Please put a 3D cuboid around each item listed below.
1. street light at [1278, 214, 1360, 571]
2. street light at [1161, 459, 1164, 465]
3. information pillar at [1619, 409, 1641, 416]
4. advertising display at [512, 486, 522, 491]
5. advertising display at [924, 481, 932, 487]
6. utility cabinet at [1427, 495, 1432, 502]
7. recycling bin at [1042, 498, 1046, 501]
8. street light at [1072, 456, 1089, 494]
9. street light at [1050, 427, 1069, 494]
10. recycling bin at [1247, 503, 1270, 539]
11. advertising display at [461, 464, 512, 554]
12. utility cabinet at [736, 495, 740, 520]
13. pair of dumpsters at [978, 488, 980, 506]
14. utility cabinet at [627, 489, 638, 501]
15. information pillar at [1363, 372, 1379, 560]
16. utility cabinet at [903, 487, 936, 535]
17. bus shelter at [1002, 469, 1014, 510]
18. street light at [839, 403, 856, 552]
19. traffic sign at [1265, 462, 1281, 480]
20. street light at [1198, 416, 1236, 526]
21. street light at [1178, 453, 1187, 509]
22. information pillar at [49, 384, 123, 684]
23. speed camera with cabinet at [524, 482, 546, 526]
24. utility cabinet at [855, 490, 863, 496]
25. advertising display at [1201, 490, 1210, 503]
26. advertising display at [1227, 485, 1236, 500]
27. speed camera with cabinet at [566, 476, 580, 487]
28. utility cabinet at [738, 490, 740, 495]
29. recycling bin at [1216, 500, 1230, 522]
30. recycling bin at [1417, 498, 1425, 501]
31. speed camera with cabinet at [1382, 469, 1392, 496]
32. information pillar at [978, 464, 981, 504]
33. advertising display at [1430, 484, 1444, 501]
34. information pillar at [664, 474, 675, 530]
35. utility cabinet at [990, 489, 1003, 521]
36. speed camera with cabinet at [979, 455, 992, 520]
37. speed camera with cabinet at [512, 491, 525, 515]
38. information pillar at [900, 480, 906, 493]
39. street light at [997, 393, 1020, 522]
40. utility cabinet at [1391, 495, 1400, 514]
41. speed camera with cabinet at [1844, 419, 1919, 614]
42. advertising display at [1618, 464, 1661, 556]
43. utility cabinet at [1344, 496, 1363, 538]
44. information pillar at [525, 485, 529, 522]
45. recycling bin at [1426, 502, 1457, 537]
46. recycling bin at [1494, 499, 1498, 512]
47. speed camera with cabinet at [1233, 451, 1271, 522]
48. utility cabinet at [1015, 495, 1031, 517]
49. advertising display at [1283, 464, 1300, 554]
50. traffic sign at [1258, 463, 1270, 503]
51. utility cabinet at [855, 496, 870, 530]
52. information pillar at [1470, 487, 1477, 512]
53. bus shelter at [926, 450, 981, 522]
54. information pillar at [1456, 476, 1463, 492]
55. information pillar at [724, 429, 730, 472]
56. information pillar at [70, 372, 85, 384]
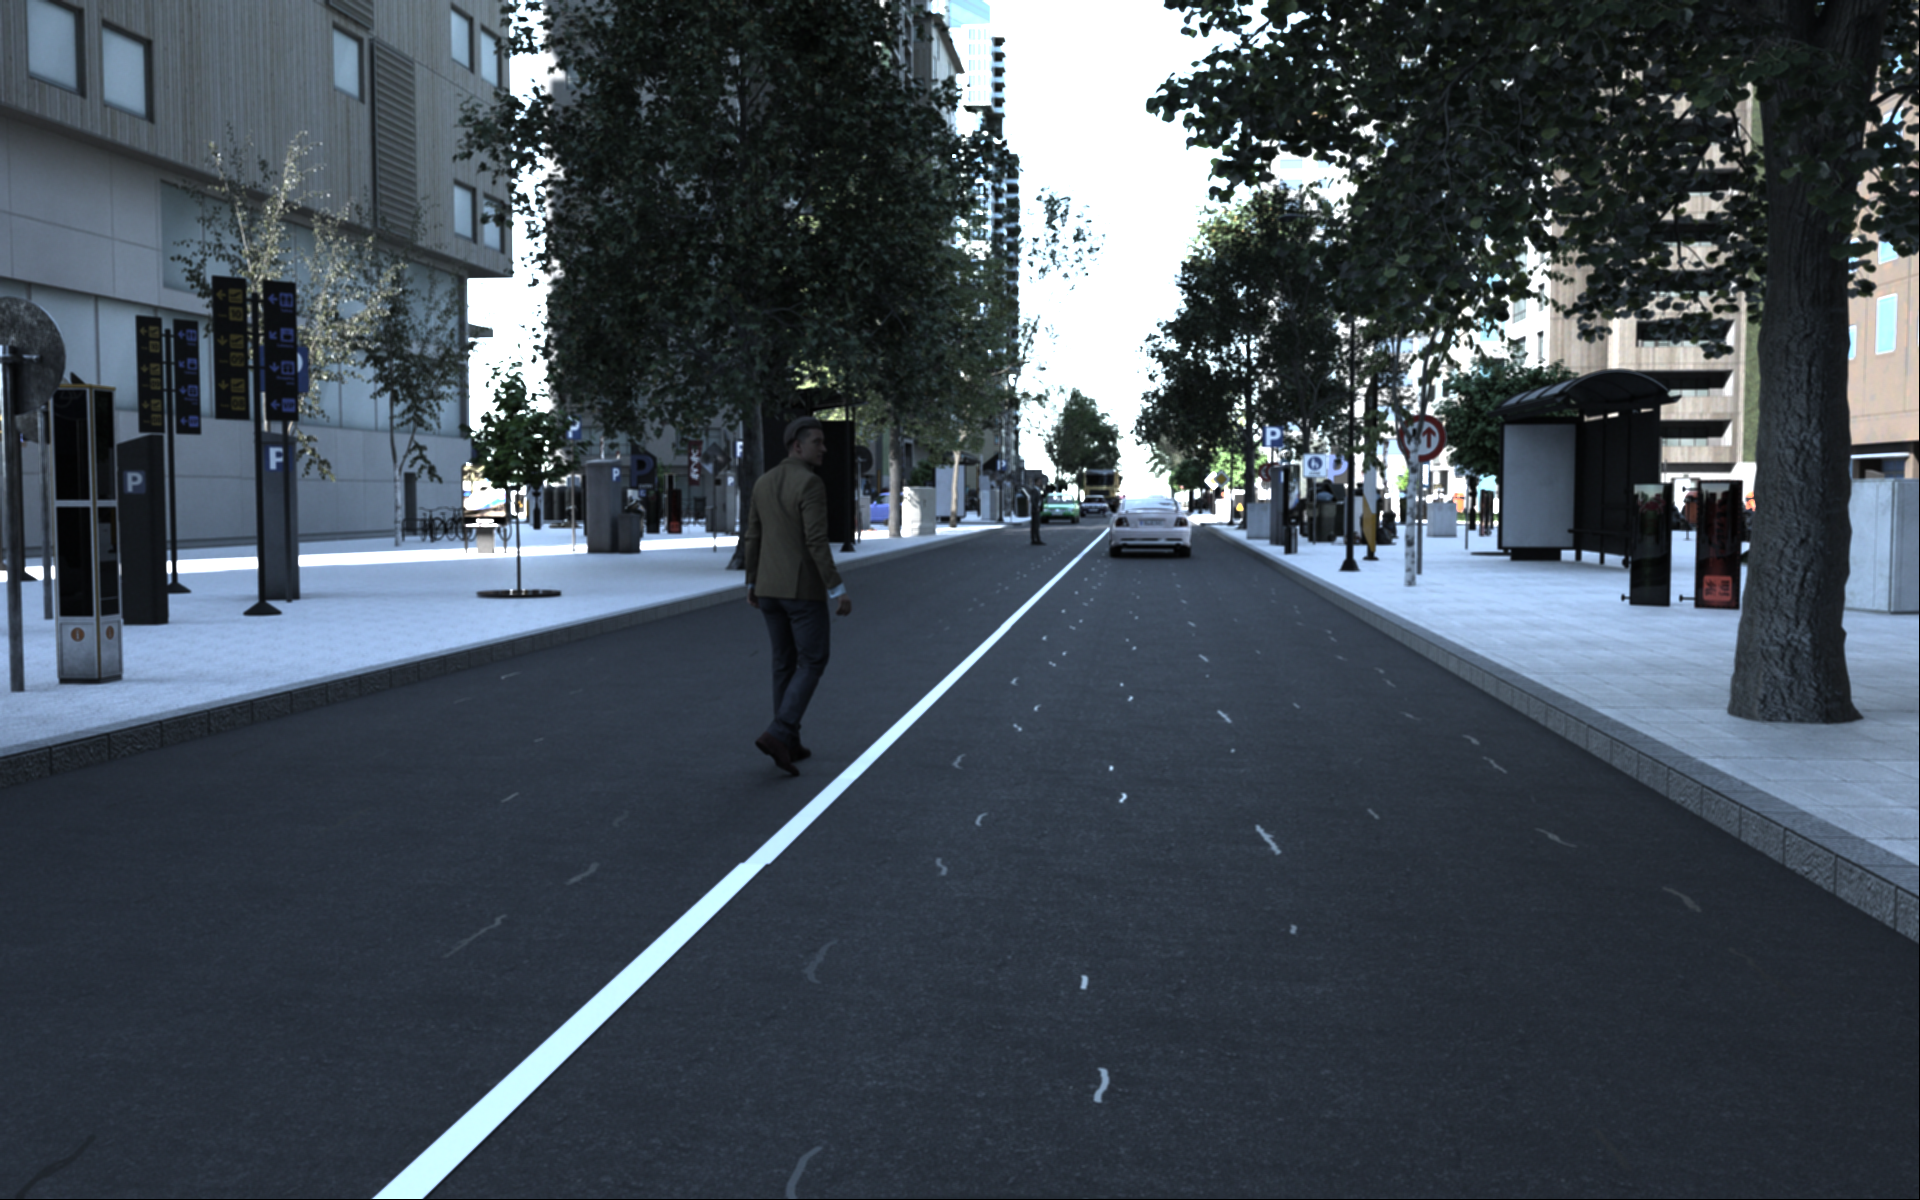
[{"bbox_3d":[5.976,-3.443,28.839,1.470,5.913,1.316,0,4,6],"label":"street light"},{"bbox_3d":[27.464,-15.705,229.313,1.470,5.913,1.316,0,4,6],"label":"street light"},{"bbox_3d":[15.124,-2.923,39.143,0.504,3.616,0.183,2,4,24],"label":"information pillar"},{"bbox_3d":[-31.023,-7.085,121.053,0.974,1.923,0.123,2,4,32],"label":"advertising display"},{"bbox_3d":[-1.499,-4.768,83.166,0.123,1.923,0.974,1,4,23],"label":"advertising display"},{"bbox_3d":[26.656,-5.324,98.203,0.306,1.237,1.020,1,4,19],"label":"utility cabinet"},{"bbox_3d":[6.426,-7.327,132.344,0.722,1.027,0.722,1,4,11],"label":"recycling bin"},{"bbox_3d":[10.623,-11.185,155.411,1.470,5.913,1.316,0,4,6],"label":"street light"},{"bbox_3d":[6.861,-9.051,120.519,1.470,5.913,1.316,0,4,6],"label":"street light"},{"bbox_3d":[8.630,-2.253,49.386,0.722,1.027,0.722,2,4,30],"label":"recycling bin"},{"bbox_3d":[-10.128,-1.941,36.948,0.974,1.923,0.123,0,4,3],"label":"advertising display"},{"bbox_3d":[-10.838,-4.640,87.021,0.306,1.237,1.020,-3,5,-40],"label":"utility cabinet"},{"bbox_3d":[2.101,-7.329,122.320,1.574,2.255,4.437,0,4,6],"label":"pair of dumpsters"},{"bbox_3d":[-29.153,-8.860,153.544,1.173,1.500,0.318,0,4,1],"label":"utility cabinet"},{"bbox_3d":[7.969,-2.586,33.629,0.183,3.616,0.504,-1,4,-9],"label":"information pillar"},{"bbox_3d":[-1.248,-2.751,53.658,0.318,1.500,1.173,3,5,44],"label":"utility cabinet"},{"bbox_3d":[2.442,-7.517,116.822,2.014,3.302,5.546,0,4,6],"label":"bus shelter"},{"bbox_3d":[-1.953,-4.015,38.181,1.470,5.913,1.316,0,4,6],"label":"street light"},{"bbox_3d":[12.644,-4.249,69.581,0.768,2.556,0.104,1,4,12],"label":"traffic sign"},{"bbox_3d":[10.443,-5.963,70.040,1.470,5.913,1.316,0,4,6],"label":"street light"},{"bbox_3d":[14.875,-8.471,111.045,1.470,5.913,1.316,0,4,6],"label":"street light"},{"bbox_3d":[-5.936,-0.445,11.770,0.304,2.012,0.304,0,4,3],"label":"information pillar"},{"bbox_3d":[-17.194,-4.638,70.164,0.660,3.252,2.038,-1,4,-14],"label":"speed camera with cabinet"},{"bbox_3d":[-5.482,-4.797,87.112,1.173,1.500,0.318,-1,4,-12],"label":"utility cabinet"},{"bbox_3d":[20.833,-8.651,146.657,0.974,1.923,0.123,-2,4,-32],"label":"advertising display"},{"bbox_3d":[15.924,-5.912,101.877,0.123,1.923,0.974,-2,4,-26],"label":"advertising display"},{"bbox_3d":[-19.000,-5.739,88.175,2.038,3.252,0.660,-1,4,-16],"label":"speed camera with cabinet"},{"bbox_3d":[-11.373,-5.089,91.877,0.318,1.500,1.173,-2,4,-32],"label":"utility cabinet"},{"bbox_3d":[12.165,-4.097,79.546,0.722,1.027,0.722,1,4,13],"label":"recycling bin"},{"bbox_3d":[32.956,-6.829,124.202,0.722,1.027,0.722,1,4,21],"label":"recycling bin"},{"bbox_3d":[33.733,-8.877,139.477,2.038,3.252,0.660,2,4,30],"label":"speed camera with cabinet"},{"bbox_3d":[1.570,-8.346,127.819,0.504,3.616,0.183,-2,4,-31],"label":"information pillar"},{"bbox_3d":[30.148,-6.378,109.493,0.974,1.923,0.123,-2,4,-24],"label":"advertising display"},{"bbox_3d":[-10.434,-3.531,62.218,0.304,2.012,0.304,-2,4,-27],"label":"information pillar"},{"bbox_3d":[1.764,-4.560,83.243,0.318,1.500,1.173,1,4,18],"label":"utility cabinet"},{"bbox_3d":[1.298,-5.638,86.510,0.660,3.252,2.038,0,4,-2],"label":"speed camera with cabinet"},{"bbox_3d":[-25.837,-6.702,103.919,2.038,3.252,0.660,0,4,-7],"label":"speed camera with cabinet"},{"bbox_3d":[-2.973,-5.175,89.102,0.304,2.012,0.304,2,4,23],"label":"information pillar"},{"bbox_3d":[2.409,-6.529,79.294,1.470,5.913,1.316,0,4,6],"label":"street light"},{"bbox_3d":[27.318,-5.896,107.561,1.020,1.237,0.306,0,4,7],"label":"utility cabinet"},{"bbox_3d":[9.962,-1.531,19.360,0.660,3.252,2.038,-1,4,-12],"label":"speed camera with cabinet"},{"bbox_3d":[14.157,-1.892,36.140,0.974,1.923,0.123,-1,4,-17],"label":"advertising display"},{"bbox_3d":[10.354,-2.083,45.226,0.306,1.237,1.020,3,4,36],"label":"utility cabinet"},{"bbox_3d":[-20.106,-5.477,80.911,0.504,3.616,0.183,1,4,21],"label":"information pillar"},{"bbox_3d":[14.462,-2.411,51.980,0.722,1.027,0.722,0,4,-3],"label":"recycling bin"},{"bbox_3d":[27.562,-4.680,89.079,0.722,1.027,0.722,1,4,12],"label":"recycling bin"},{"bbox_3d":[13.647,-5.270,80.503,2.038,3.252,0.660,2,4,30],"label":"speed camera with cabinet"},{"bbox_3d":[3.659,-5.338,98.444,1.020,1.237,0.306,1,4,21],"label":"utility cabinet"},{"bbox_3d":[7.121,-1.957,37.210,0.123,1.923,0.974,2,4,25],"label":"advertising display"},{"bbox_3d":[12.540,-4.314,70.632,0.768,2.556,0.104,0,4,7],"label":"traffic sign"},{"bbox_3d":[-3.719,-3.096,61.786,1.020,1.237,0.306,0,4,5],"label":"utility cabinet"},{"bbox_3d":[33.859,-6.706,114.132,0.304,2.012,0.304,-1,4,-14],"label":"information pillar"},{"bbox_3d":[-0.246,-5.375,81.812,2.014,3.302,5.546,0,4,6],"label":"bus shelter"},{"bbox_3d":[27.675,-6.397,95.939,0.504,3.616,0.183,-3,5,-42],"label":"information pillar"},{"bbox_3d":[-8.366,-4.331,62.174,0.183,3.616,0.504,-2,4,-25],"label":"information pillar"},{"bbox_3d":[-16.929,-2.580,33.542,0.183,3.616,0.504,3,4,39],"label":"information pillar"}]
